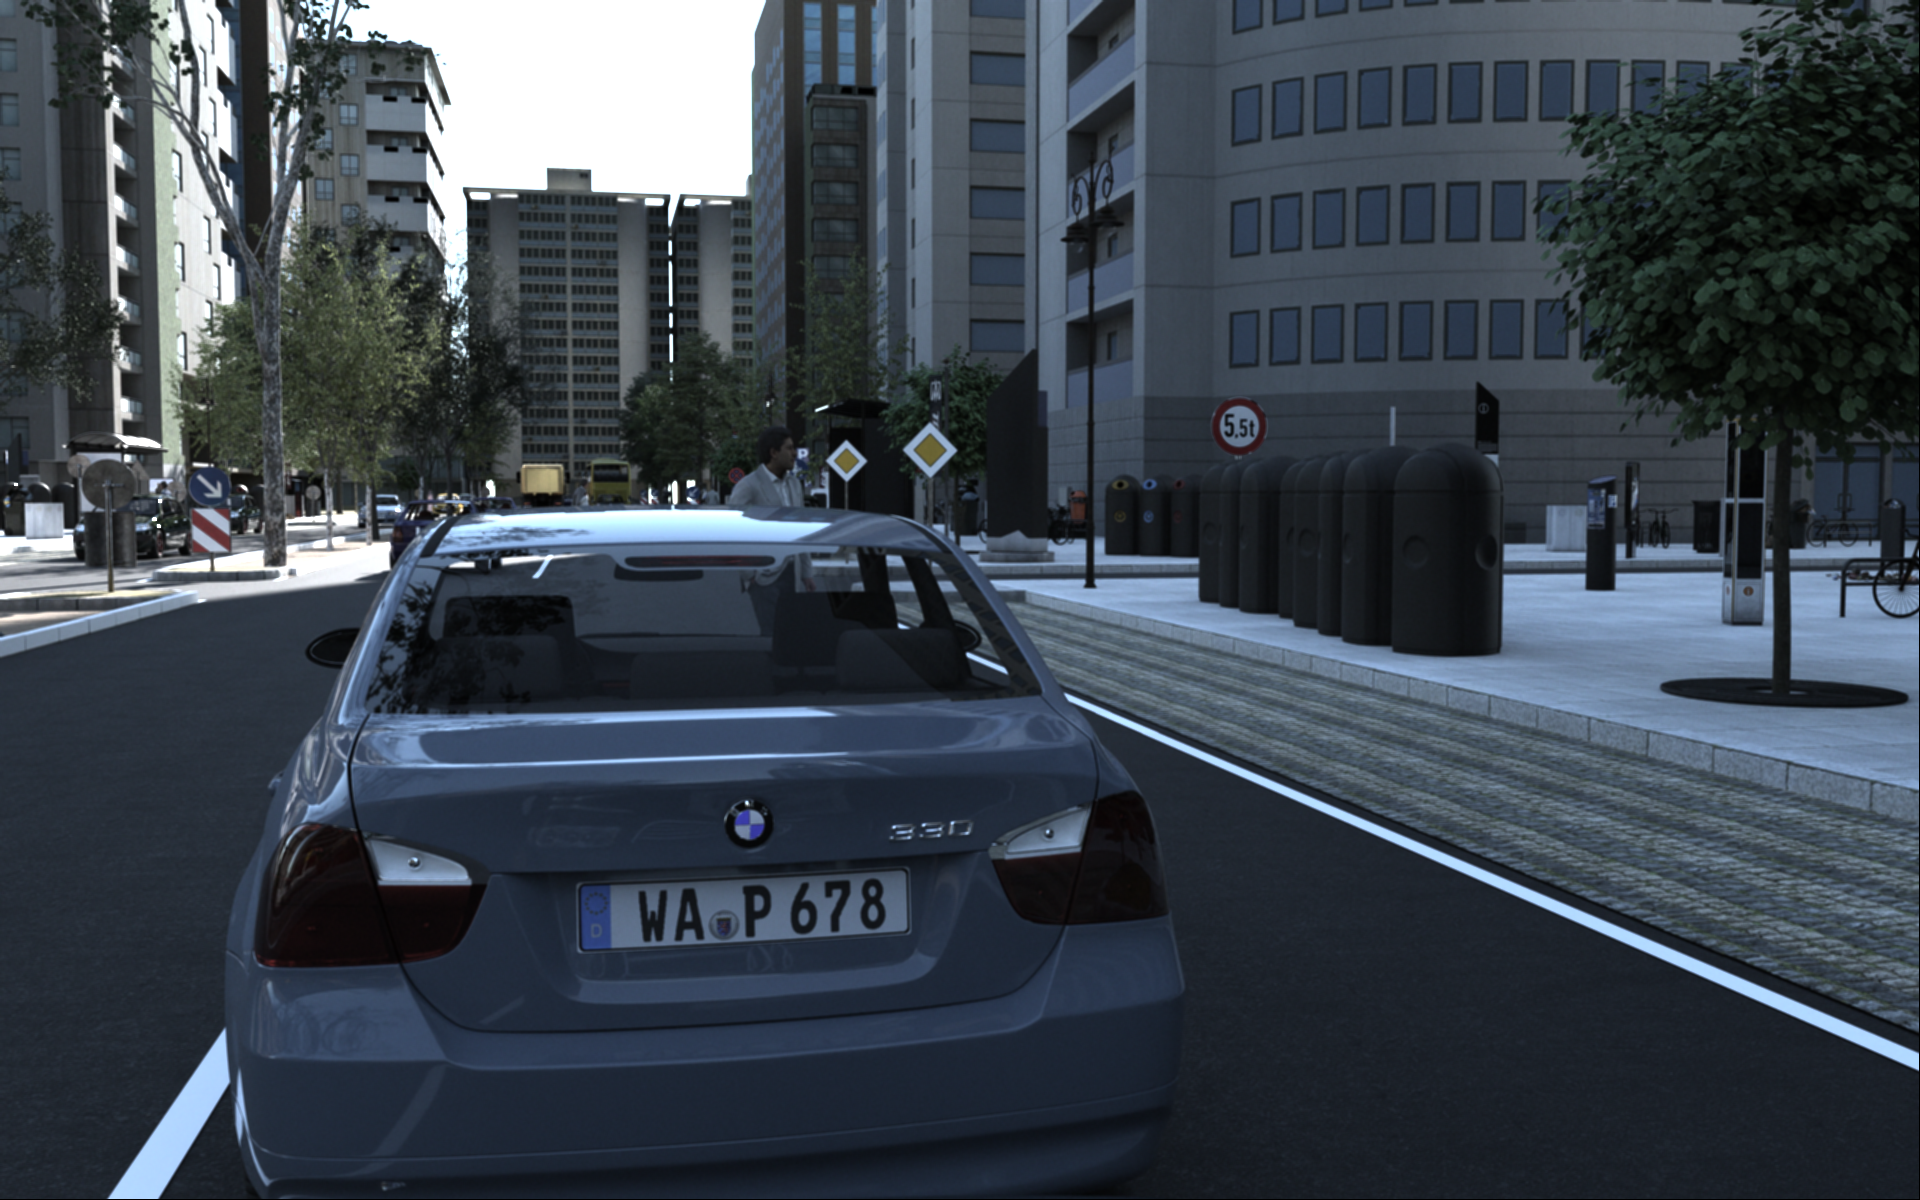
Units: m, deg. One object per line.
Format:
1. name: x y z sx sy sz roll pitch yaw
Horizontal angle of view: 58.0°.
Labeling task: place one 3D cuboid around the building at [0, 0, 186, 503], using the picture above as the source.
1. building: -48.657 -24.696 87.380 14.154 41.232 14.086 -1 4 -12

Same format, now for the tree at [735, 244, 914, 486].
1. tree: -3.529 -6.214 51.953 4.737 8.622 4.395 0 3 0

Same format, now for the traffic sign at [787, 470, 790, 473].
1. traffic sign: -6.310 -3.696 60.538 0.768 2.556 0.104 0 4 -3

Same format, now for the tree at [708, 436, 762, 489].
1. tree: -11.175 -6.422 88.714 4.285 4.588 4.351 0 3 0

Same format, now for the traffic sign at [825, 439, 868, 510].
1. traffic sign: -2.085 -1.724 31.829 0.795 2.450 0.064 -1 4 -12

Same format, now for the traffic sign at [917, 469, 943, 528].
1. traffic sign: -0.711 -2.651 43.342 0.884 2.594 0.081 0 4 -7

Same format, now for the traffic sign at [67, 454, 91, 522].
1. traffic sign: -28.167 -3.382 55.401 0.768 2.556 0.104 0 4 -2

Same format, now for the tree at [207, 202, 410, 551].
1. tree: -15.676 -5.507 42.855 4.737 8.622 4.395 0 3 0

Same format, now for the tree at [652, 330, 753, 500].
1. tree: -17.838 -12.358 120.188 7.486 12.596 7.792 0 3 0

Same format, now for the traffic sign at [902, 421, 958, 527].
1. traffic sign: -0.418 -1.246 24.019 0.795 2.450 0.064 -1 4 -12

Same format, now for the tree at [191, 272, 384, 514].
1. tree: -35.149 -10.389 87.987 7.486 12.596 7.792 0 3 0

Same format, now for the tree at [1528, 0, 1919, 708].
1. tree: 5.342 -1.667 10.971 4.285 4.588 4.351 0 3 0

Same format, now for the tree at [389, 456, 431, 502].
1. tree: -45.743 -9.784 143.684 4.285 4.588 4.351 0 3 0

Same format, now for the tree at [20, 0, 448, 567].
1. tree: -14.715 -10.728 33.753 12.611 20.169 13.585 0 3 0

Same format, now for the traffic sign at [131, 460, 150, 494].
1. traffic sign: -30.910 -3.983 65.124 0.884 2.594 0.081 0 4 -7

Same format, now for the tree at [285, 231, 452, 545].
1. tree: -16.484 -5.828 48.102 4.360 8.622 3.978 0 3 0

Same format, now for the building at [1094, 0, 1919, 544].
1. building: 17.812 -31.274 53.336 28.212 58.520 21.231 -1 4 -12

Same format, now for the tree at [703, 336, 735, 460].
1. tree: -9.427 -7.873 79.083 4.737 8.622 4.395 0 3 0

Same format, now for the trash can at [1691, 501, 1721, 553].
1. trash can: 16.270 -1.589 37.635 0.748 1.137 0.748 0 3 0

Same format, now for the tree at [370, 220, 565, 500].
1. tree: -22.782 -10.044 77.049 12.009 13.543 11.850 0 3 0

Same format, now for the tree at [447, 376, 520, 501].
1. tree: -25.301 -8.472 91.344 4.737 8.622 4.395 0 3 0

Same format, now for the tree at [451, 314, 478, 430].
1. tree: -19.144 -6.636 61.315 4.360 8.622 3.978 0 3 0

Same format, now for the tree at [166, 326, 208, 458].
1. tree: -31.579 -7.561 73.978 4.737 8.622 4.395 0 3 0

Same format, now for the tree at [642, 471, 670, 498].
1. tree: -31.826 -12.126 181.967 4.285 4.588 4.351 0 3 0

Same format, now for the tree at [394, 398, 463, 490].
1. tree: -52.312 -14.996 170.939 9.928 11.665 9.643 0 3 0

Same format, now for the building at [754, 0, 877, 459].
1. building: -10.626 -30.818 153.978 14.600 45.320 14.200 -1 4 -12

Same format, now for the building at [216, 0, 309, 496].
1. building: -58.455 -29.466 131.886 14.600 45.320 14.200 -1 4 -12

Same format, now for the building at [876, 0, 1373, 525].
1. building: 6.074 -33.704 93.058 21.231 58.520 28.212 -1 4 -12

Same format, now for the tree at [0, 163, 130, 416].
1. tree: -25.890 -6.797 45.548 8.767 10.594 7.601 0 4 -5

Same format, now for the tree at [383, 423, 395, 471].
1. tree: -40.399 -11.808 111.192 7.486 12.596 7.792 0 3 0

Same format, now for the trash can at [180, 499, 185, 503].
1. trash can: -37.413 -4.356 82.871 0.748 1.137 0.748 0 3 0

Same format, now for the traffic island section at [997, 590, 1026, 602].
1. traffic island section: -0.397 -0.111 24.101 2.009 0.180 2.903 -1 4 -12

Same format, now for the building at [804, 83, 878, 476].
1. building: -4.566 -21.715 126.748 14.160 30.474 14.107 -1 4 -12

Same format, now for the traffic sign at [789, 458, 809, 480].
1. traffic sign: -5.798 -3.781 61.931 0.768 2.556 0.104 0 4 -8

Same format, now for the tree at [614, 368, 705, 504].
1. tree: -30.021 -16.305 173.241 9.857 13.997 8.962 0 3 0

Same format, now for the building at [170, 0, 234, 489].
1. building: -62.028 -31.809 109.320 28.713 52.752 27.495 -1 4 -12

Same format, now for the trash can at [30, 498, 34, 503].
1. trash can: -33.075 -3.023 61.083 0.748 1.137 0.748 0 3 0

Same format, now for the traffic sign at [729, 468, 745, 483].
1. traffic sign: -10.727 -5.085 83.243 0.768 2.556 0.104 0 4 -4

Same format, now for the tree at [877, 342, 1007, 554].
1. tree: -0.081 -3.295 37.591 4.285 4.588 4.351 0 3 0

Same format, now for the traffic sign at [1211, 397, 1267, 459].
1. traffic sign: 3.664 -1.392 22.863 0.768 2.556 0.104 -1 4 -10

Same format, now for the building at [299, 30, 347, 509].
1. building: -70.817 -30.417 151.937 28.867 44.769 22.147 -1 4 -12

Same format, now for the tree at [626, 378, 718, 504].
1. tree: -24.903 -13.730 150.236 9.928 11.665 9.643 0 3 0

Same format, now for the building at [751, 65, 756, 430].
1. building: -13.301 -29.636 168.144 14.154 41.232 14.086 -1 4 -12

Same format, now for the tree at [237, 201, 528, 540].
1. tree: -18.235 -7.156 53.875 8.767 10.594 7.601 -1 4 -12

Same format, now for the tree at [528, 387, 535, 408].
1. tree: -20.745 -7.966 67.120 8.767 10.594 7.601 -1 4 -12
